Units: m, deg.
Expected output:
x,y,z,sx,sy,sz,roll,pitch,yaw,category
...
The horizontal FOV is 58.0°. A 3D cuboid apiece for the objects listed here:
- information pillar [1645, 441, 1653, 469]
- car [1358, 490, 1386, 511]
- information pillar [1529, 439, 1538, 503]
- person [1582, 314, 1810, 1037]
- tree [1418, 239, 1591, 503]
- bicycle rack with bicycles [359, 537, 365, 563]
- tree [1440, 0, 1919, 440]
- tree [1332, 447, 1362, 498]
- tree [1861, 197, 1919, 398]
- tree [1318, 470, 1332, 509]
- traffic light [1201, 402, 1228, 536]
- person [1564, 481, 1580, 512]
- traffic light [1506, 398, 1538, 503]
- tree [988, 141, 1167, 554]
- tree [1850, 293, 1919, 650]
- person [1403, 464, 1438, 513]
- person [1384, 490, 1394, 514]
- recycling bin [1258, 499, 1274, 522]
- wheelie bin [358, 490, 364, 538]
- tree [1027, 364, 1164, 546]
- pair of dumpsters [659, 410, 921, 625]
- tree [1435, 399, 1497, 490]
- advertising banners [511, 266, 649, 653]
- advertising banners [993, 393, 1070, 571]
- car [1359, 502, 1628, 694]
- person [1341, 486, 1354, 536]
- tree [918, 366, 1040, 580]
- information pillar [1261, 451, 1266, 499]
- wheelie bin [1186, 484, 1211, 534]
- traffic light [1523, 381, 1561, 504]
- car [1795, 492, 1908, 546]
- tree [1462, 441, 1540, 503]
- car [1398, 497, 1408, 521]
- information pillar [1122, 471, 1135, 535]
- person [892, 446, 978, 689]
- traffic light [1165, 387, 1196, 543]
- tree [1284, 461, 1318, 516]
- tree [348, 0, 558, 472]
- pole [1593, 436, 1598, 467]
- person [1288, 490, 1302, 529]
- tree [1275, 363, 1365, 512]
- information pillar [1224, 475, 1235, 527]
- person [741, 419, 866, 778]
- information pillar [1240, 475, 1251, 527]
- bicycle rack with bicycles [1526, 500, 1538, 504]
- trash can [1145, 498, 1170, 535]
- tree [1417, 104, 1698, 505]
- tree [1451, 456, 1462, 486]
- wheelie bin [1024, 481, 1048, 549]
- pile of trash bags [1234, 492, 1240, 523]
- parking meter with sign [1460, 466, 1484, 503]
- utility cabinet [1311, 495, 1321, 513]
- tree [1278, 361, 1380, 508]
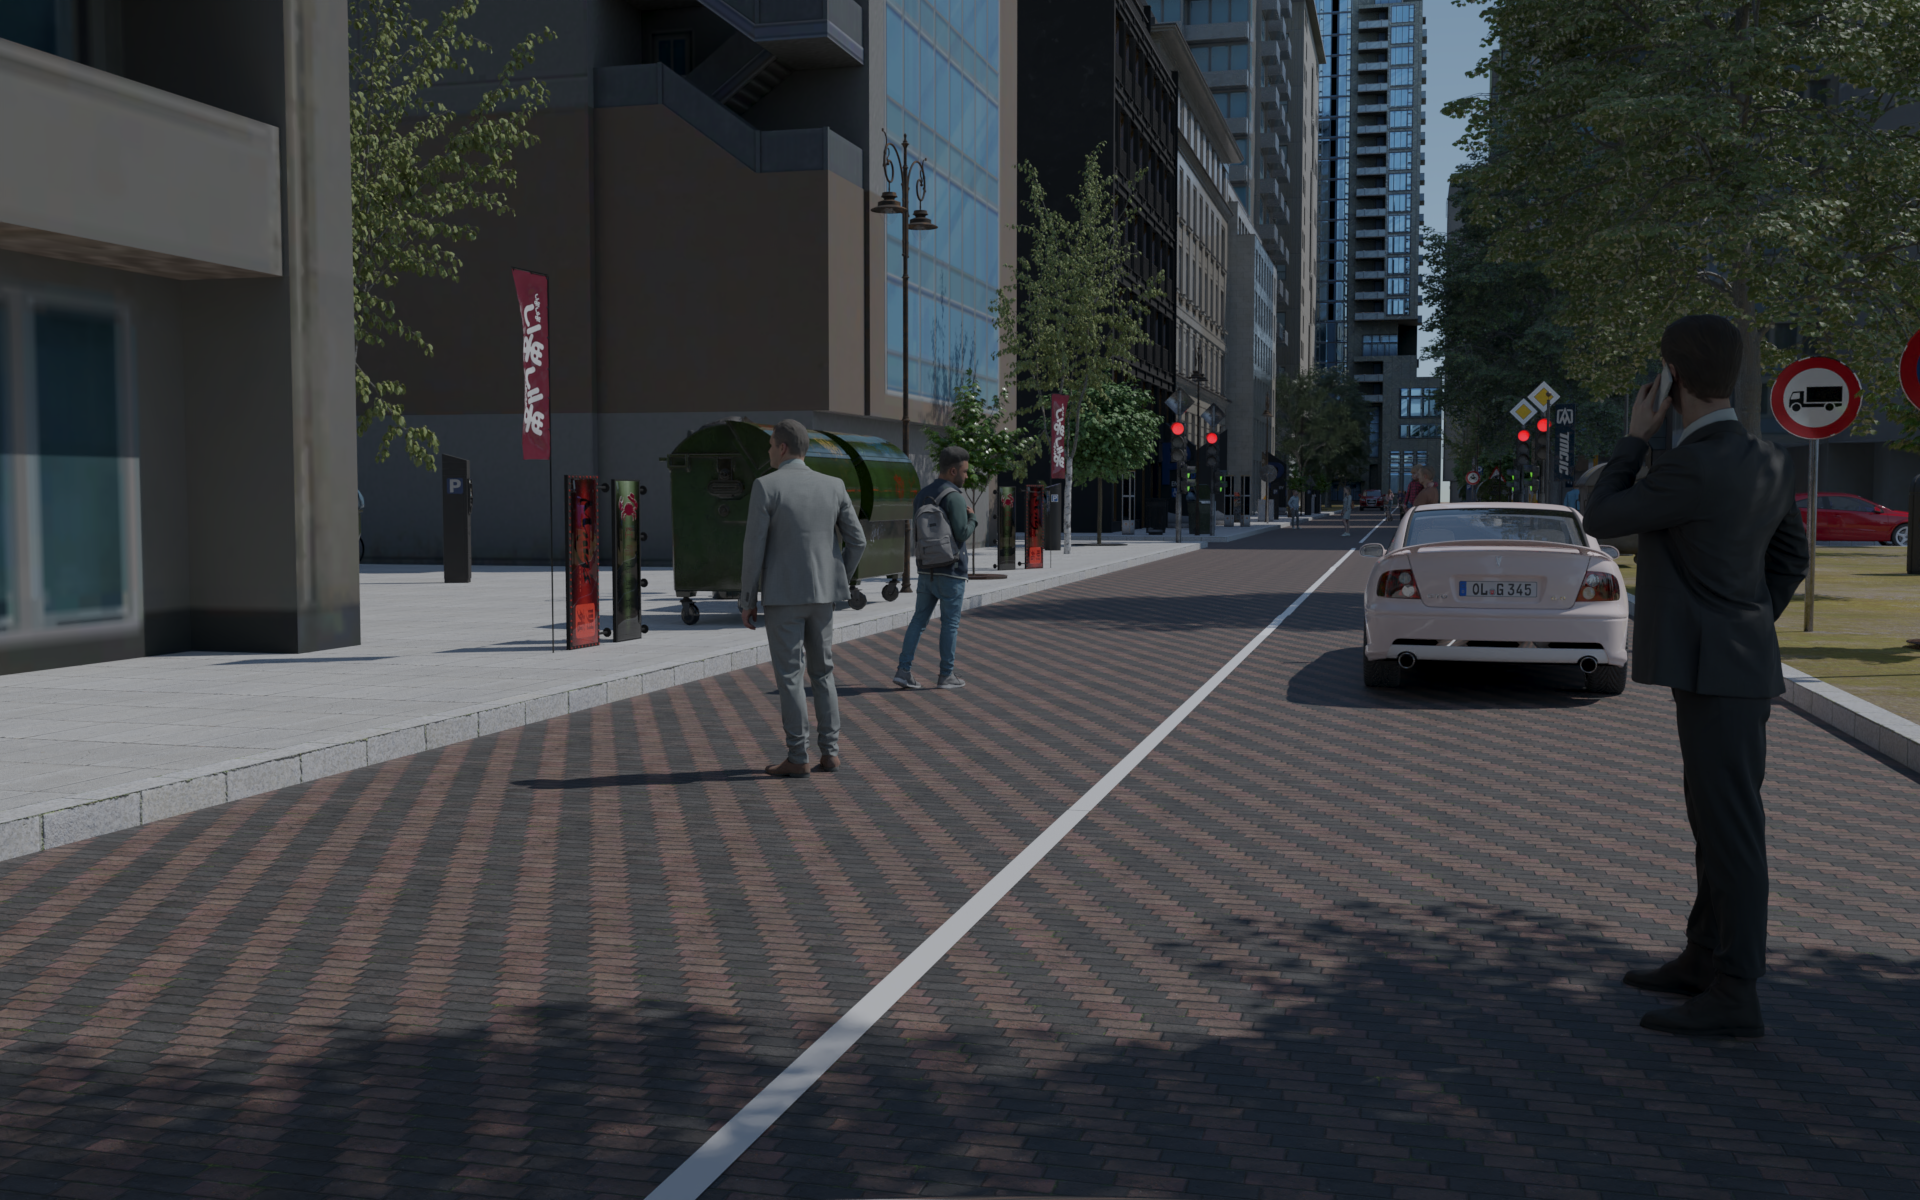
x,y,z,sx,sy,sz,roll,pitch,yaw,category
29.483,-5.066,74.181,0.183,3.616,0.504,0,4,-6,information pillar
35.579,-8.617,149.552,2.281,1.827,5.304,1,4,14,car
20.600,-4.332,62.190,0.183,3.616,0.504,0,4,4,information pillar
1.971,0.195,4.681,0.474,1.900,0.648,3,4,38,person
21.747,-8.649,67.172,9.928,11.665,9.643,0,3,0,tree
-11.707,-1.004,29.804,2.925,0.926,2.852,-3,5,-40,bicycle rack with bicycles
9.918,-6.386,22.541,7.486,12.596,7.792,0,3,0,tree
40.062,-14.131,181.401,4.360,8.622,3.978,0,3,0,tree
21.869,-5.315,37.261,4.737,8.622,4.395,0,3,0,tree
28.833,-8.744,137.570,1.663,3.219,1.824,0,3,0,tree
7.769,-3.926,53.109,0.839,4.253,0.868,1,4,15,traffic light
16.369,-2.278,46.094,0.601,1.785,0.444,2,4,31,person
16.494,-3.788,50.860,0.839,4.253,0.868,1,4,15,traffic light
2.340,-5.302,37.057,4.737,8.622,4.395,0,3,0,tree
8.413,-1.192,14.085,1.663,3.219,1.824,0,3,0,tree
6.109,-0.882,22.897,0.573,1.828,0.580,-2,4,-26,person
30.135,-6.895,121.828,0.593,1.750,0.643,-1,4,-13,person
14.325,-4.193,81.105,0.722,1.027,0.722,1,4,12,recycling bin
-8.377,-0.929,23.089,0.693,1.594,0.980,2,4,33,wheelie bin
3.396,-3.637,43.178,4.285,4.588,4.351,0,3,0,tree
-1.736,-0.994,18.739,1.574,2.255,4.437,1,4,15,pair of dumpsters
34.857,-10.255,118.038,4.737,8.622,4.395,0,3,0,tree
-3.130,-1.113,14.378,0.090,3.025,2.074,1,4,18,advertising banners
1.248,-2.044,29.613,0.090,3.025,2.074,3,5,40,advertising banners
4.265,-0.100,13.993,2.083,1.381,4.827,1,4,15,car
13.262,-3.049,59.361,0.522,1.701,0.512,0,4,-7,person
0.098,-1.942,26.356,1.663,3.219,1.824,0,3,0,tree
16.561,-6.289,94.186,0.183,3.616,0.504,-2,4,-27,information pillar
7.645,-2.903,55.371,0.980,1.594,0.693,-2,4,-31,wheelie bin
14.480,-3.316,43.132,0.839,4.253,0.868,1,4,15,traffic light
23.254,-2.232,45.526,4.494,1.783,2.155,1,4,16,car
27.168,-6.216,85.339,4.285,4.588,4.351,0,3,0,tree
24.968,-5.189,94.634,2.009,1.686,4.222,1,4,16,car
5.304,-3.062,54.555,0.304,2.012,0.304,2,4,35,information pillar
-0.137,-0.237,12.723,0.623,1.781,0.721,3,4,36,person
5.755,-3.453,45.381,0.839,4.253,0.868,1,4,15,traffic light
19.539,-6.490,100.705,1.663,3.219,1.824,0,3,0,tree
-6.603,-4.120,17.726,4.737,8.622,4.395,0,3,0,tree
22.467,-4.124,61.267,0.158,3.312,0.155,0,3,0,pole
13.682,-3.698,70.777,0.589,1.601,0.330,-1,4,-23,person
24.327,-11.487,122.232,8.767,10.594,7.601,1,4,14,tree
10.540,-3.872,67.796,0.304,2.012,0.304,2,4,34,information pillar
-0.813,-0.014,8.831,0.635,1.810,0.391,-3,5,-41,person
11.217,-3.888,68.058,0.304,2.012,0.304,-1,4,-18,information pillar
33.031,-5.235,98.973,2.925,0.926,2.852,-1,4,-21,bicycle rack with bicycles
6.141,-2.610,54.320,0.748,1.137,0.748,0,3,0,trash can
19.297,-9.138,56.067,9.857,13.997,8.962,0,3,0,tree
37.737,-8.777,127.224,4.285,4.588,4.351,0,3,0,tree
1.887,-1.996,40.543,0.693,1.594,0.980,1,4,14,wheelie bin
12.292,-4.220,78.744,1.912,1.369,3.447,1,4,17,pile of trash bags
31.602,-6.774,107.016,1.738,3.016,0.543,-3,5,-40,parking meter with sign
23.548,-6.380,115.479,1.020,1.237,0.306,1,4,14,utility cabinet
34.783,-15.720,163.677,9.857,13.997,8.962,0,3,0,tree
